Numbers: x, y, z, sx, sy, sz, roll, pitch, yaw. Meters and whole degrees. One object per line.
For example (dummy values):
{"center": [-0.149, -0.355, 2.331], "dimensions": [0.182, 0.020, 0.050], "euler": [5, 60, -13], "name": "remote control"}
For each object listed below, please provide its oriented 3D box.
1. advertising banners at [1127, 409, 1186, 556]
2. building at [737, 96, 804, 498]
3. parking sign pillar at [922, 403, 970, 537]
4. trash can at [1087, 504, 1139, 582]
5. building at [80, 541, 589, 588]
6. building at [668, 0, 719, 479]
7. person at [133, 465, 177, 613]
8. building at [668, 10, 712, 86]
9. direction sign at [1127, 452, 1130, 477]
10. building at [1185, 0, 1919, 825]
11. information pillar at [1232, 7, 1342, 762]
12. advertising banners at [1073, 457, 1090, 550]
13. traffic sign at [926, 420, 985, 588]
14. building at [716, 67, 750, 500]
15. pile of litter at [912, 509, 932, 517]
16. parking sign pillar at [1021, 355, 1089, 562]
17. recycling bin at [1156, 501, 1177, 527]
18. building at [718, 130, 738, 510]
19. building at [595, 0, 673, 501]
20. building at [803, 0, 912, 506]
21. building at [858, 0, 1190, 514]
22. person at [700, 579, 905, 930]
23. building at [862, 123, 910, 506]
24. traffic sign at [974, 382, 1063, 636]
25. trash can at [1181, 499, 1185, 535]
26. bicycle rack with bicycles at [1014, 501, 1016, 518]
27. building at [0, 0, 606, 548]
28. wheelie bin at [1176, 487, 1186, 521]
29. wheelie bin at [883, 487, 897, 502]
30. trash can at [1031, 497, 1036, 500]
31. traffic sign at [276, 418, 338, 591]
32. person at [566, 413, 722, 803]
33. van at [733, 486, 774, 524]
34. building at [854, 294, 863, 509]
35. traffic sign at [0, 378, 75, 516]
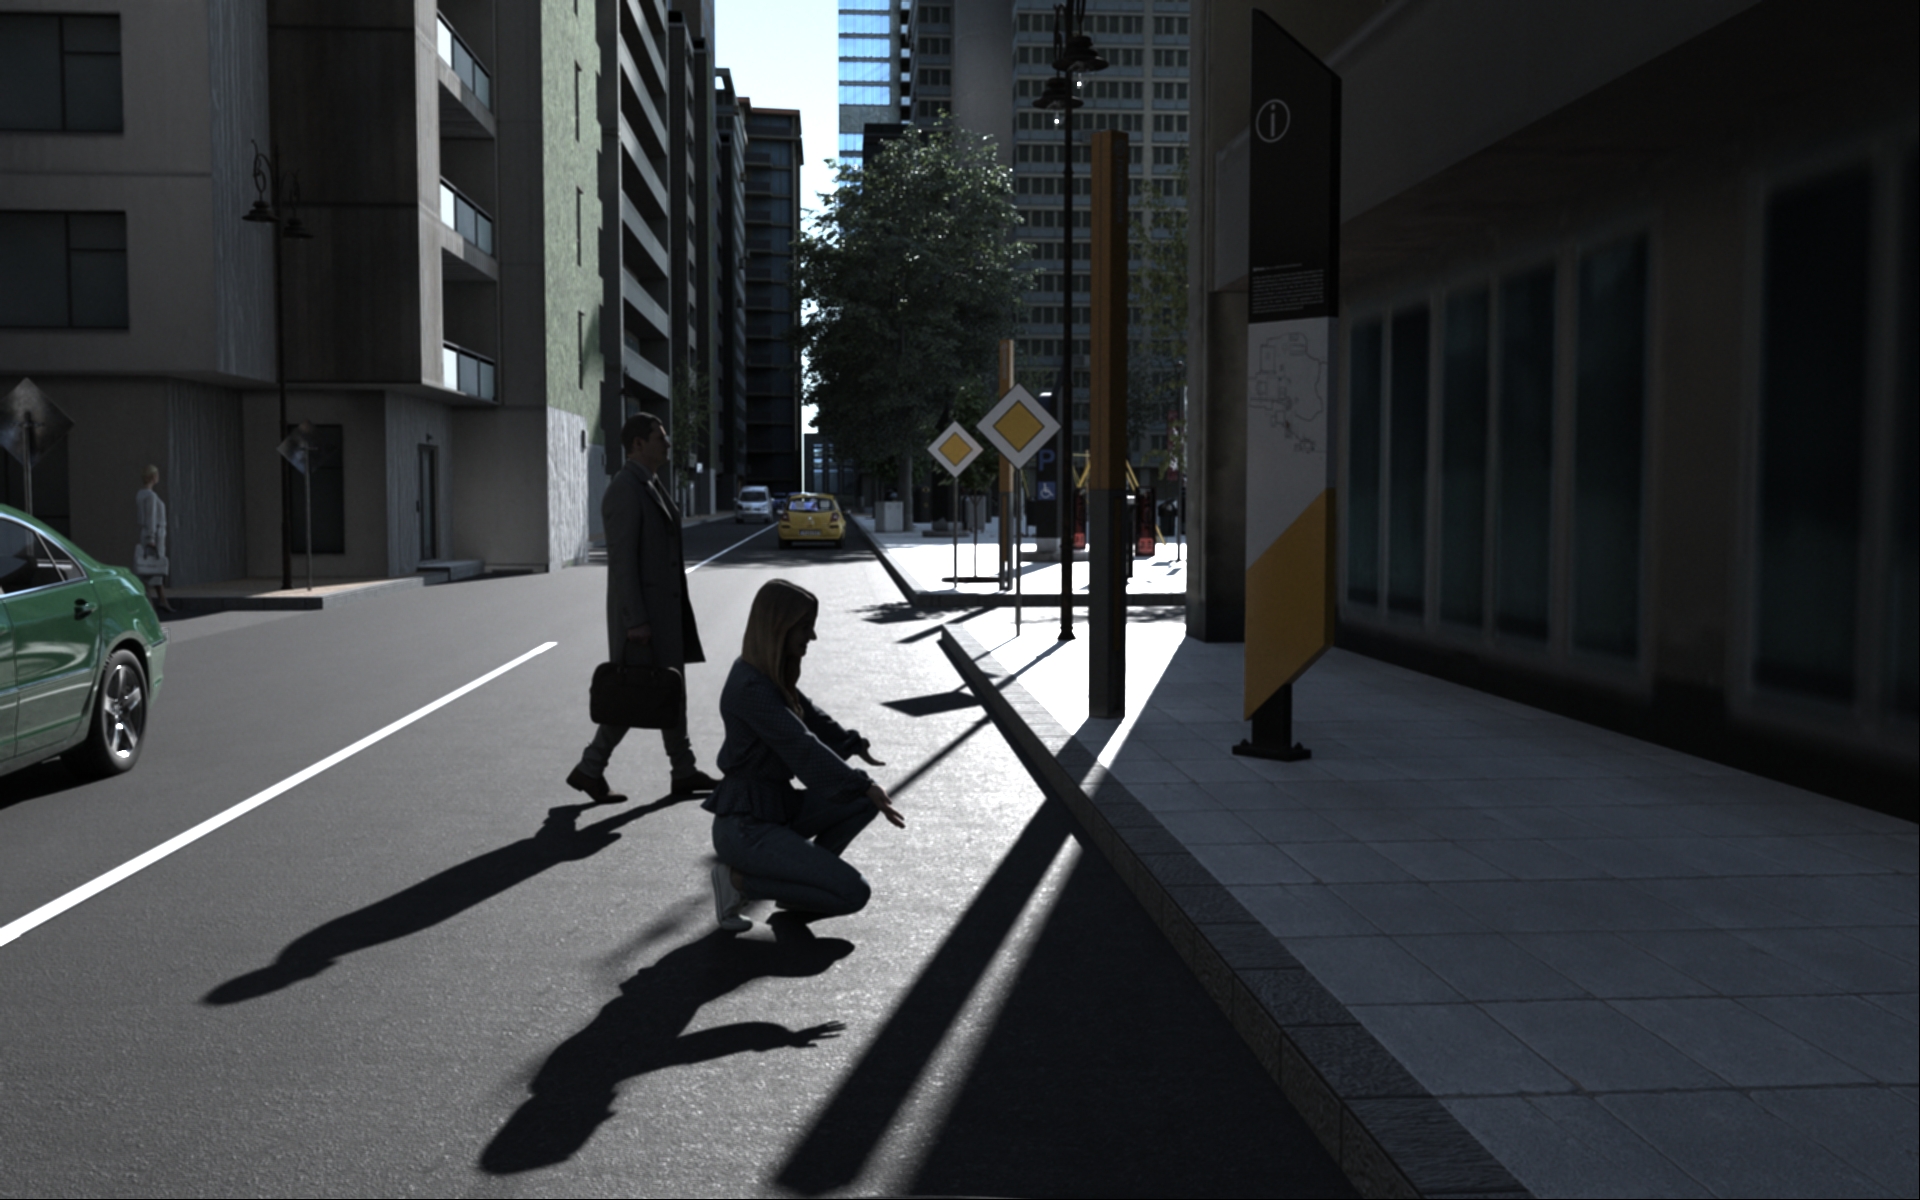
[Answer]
{"center": [3.795, -2.416, 35.684], "dimensions": [2.074, 3.025, 0.090], "euler": [-1, 4, -20], "name": "advertising banners"}
{"center": [-31.626, -32.771, 190.431], "dimensions": [28.867, 44.769, 22.147], "euler": [0, 4, -4], "name": "building"}
{"center": [-0.414, -3.870, 51.749], "dimensions": [1.447, 3.967, 1.447], "euler": [-1, 4, -23], "name": "parking sign pillar"}
{"center": [2.227, -0.829, 25.206], "dimensions": [0.748, 1.137, 0.748], "euler": [0, 3, 0], "name": "trash can"}
{"center": [-14.354, -21.069, 28.067], "dimensions": [14.154, 41.232, 14.086], "euler": [0, 4, -4], "name": "building"}
{"center": [-23.961, -28.603, 117.776], "dimensions": [14.600, 45.320, 14.200], "euler": [0, 4, -4], "name": "building"}
{"center": [-9.698, -0.723, 20.672], "dimensions": [0.624, 1.780, 0.694], "euler": [-2, 4, -29], "name": "person"}
{"center": [-22.357, -20.335, 104.182], "dimensions": [14.160, 30.474, 14.107], "euler": [0, 4, -4], "name": "building"}
{"center": [9.022, -6.232, 93.892], "dimensions": [0.379, 3.537, 0.876], "euler": [-1, 4, -19], "name": "direction sign"}
{"center": [13.444, -23.298, 4.625], "dimensions": [21.300, 48.544, 21.600], "euler": [0, 4, -4], "name": "building"}
{"center": [1.578, -1.036, 8.297], "dimensions": [0.183, 3.616, 0.504], "euler": [-3, 5, -42], "name": "information pillar"}
{"center": [2.723, -2.683, 40.055], "dimensions": [2.074, 3.025, 0.090], "euler": [-3, 5, -40], "name": "advertising banners"}
{"center": [-0.065, -1.218, 23.553], "dimensions": [0.795, 2.450, 0.064], "euler": [0, 4, -4], "name": "traffic sign"}
{"center": [-31.261, -28.364, 155.632], "dimensions": [23.993, 40.220, 32.217], "euler": [0, 4, -4], "name": "building"}
{"center": [-1.845, -5.166, 98.429], "dimensions": [1.719, 0.858, 1.176], "euler": [3, 4, 36], "name": "pile of litter"}
{"center": [1.810, -2.727, 33.064], "dimensions": [1.447, 3.967, 1.447], "euler": [1, 4, 17], "name": "parking sign pillar"}
{"center": [7.868, -3.303, 66.558], "dimensions": [0.722, 1.027, 0.722], "euler": [2, 4, 30], "name": "recycling bin"}
{"center": [-24.578, -22.063, 132.434], "dimensions": [14.160, 30.474, 14.107], "euler": [0, 4, -4], "name": "building"}
{"center": [-24.405, -27.607, 75.073], "dimensions": [21.300, 48.544, 21.600], "euler": [0, 4, -4], "name": "building"}
{"center": [-1.822, -53.783, 192.015], "dimensions": [31.000, 86.520, 22.319], "euler": [0, 4, -4], "name": "building"}
{"center": [9.119, -26.185, 120.001], "dimensions": [32.217, 40.220, 23.993], "euler": [0, 4, -4], "name": "building"}
{"center": [-0.478, 0.497, 5.880], "dimensions": [0.738, 1.151, 1.012], "euler": [0, 4, 7], "name": "person"}
{"center": [-0.783, -22.443, 138.636], "dimensions": [14.160, 30.474, 14.107], "euler": [0, 4, -4], "name": "building"}
{"center": [0.523, -0.731, 15.589], "dimensions": [0.795, 2.450, 0.064], "euler": [0, 4, -4], "name": "traffic sign"}
{"center": [7.204, -2.630, 54.648], "dimensions": [0.748, 1.137, 0.748], "euler": [0, 3, 0], "name": "trash can"}
{"center": [3.381, -4.834, 92.415], "dimensions": [2.852, 0.926, 2.925], "euler": [2, 4, 30], "name": "bicycle rack with bicycles"}
{"center": [-18.442, -22.402, 49.870], "dimensions": [14.154, 41.232, 14.086], "euler": [0, 4, -4], "name": "building"}
{"center": [10.172, -4.271, 77.734], "dimensions": [0.980, 1.594, 0.693], "euler": [1, 4, 9], "name": "wheelie bin"}
{"center": [-3.153, -4.451, 80.678], "dimensions": [0.980, 1.594, 0.693], "euler": [3, 5, 43], "name": "wheelie bin"}
{"center": [4.131, -5.256, 97.589], "dimensions": [0.748, 1.137, 0.748], "euler": [0, 3, 0], "name": "trash can"}
{"center": [-8.638, -1.180, 22.942], "dimensions": [0.795, 2.450, 0.064], "euler": [0, 4, -4], "name": "traffic sign"}
{"center": [-1.452, 0.029, 8.131], "dimensions": [0.767, 1.812, 0.694], "euler": [0, 4, -1], "name": "person"}
{"center": [-10.148, -4.791, 85.338], "dimensions": [2.013, 2.044, 4.112], "euler": [0, 4, -4], "name": "van"}
{"center": [4.135, -19.312, 160.793], "dimensions": [27.650, 21.520, 28.899], "euler": [0, 4, -4], "name": "building"}
{"center": [-8.050, -0.693, 14.979], "dimensions": [0.795, 2.450, 0.064], "euler": [0, 4, -4], "name": "traffic sign"}
